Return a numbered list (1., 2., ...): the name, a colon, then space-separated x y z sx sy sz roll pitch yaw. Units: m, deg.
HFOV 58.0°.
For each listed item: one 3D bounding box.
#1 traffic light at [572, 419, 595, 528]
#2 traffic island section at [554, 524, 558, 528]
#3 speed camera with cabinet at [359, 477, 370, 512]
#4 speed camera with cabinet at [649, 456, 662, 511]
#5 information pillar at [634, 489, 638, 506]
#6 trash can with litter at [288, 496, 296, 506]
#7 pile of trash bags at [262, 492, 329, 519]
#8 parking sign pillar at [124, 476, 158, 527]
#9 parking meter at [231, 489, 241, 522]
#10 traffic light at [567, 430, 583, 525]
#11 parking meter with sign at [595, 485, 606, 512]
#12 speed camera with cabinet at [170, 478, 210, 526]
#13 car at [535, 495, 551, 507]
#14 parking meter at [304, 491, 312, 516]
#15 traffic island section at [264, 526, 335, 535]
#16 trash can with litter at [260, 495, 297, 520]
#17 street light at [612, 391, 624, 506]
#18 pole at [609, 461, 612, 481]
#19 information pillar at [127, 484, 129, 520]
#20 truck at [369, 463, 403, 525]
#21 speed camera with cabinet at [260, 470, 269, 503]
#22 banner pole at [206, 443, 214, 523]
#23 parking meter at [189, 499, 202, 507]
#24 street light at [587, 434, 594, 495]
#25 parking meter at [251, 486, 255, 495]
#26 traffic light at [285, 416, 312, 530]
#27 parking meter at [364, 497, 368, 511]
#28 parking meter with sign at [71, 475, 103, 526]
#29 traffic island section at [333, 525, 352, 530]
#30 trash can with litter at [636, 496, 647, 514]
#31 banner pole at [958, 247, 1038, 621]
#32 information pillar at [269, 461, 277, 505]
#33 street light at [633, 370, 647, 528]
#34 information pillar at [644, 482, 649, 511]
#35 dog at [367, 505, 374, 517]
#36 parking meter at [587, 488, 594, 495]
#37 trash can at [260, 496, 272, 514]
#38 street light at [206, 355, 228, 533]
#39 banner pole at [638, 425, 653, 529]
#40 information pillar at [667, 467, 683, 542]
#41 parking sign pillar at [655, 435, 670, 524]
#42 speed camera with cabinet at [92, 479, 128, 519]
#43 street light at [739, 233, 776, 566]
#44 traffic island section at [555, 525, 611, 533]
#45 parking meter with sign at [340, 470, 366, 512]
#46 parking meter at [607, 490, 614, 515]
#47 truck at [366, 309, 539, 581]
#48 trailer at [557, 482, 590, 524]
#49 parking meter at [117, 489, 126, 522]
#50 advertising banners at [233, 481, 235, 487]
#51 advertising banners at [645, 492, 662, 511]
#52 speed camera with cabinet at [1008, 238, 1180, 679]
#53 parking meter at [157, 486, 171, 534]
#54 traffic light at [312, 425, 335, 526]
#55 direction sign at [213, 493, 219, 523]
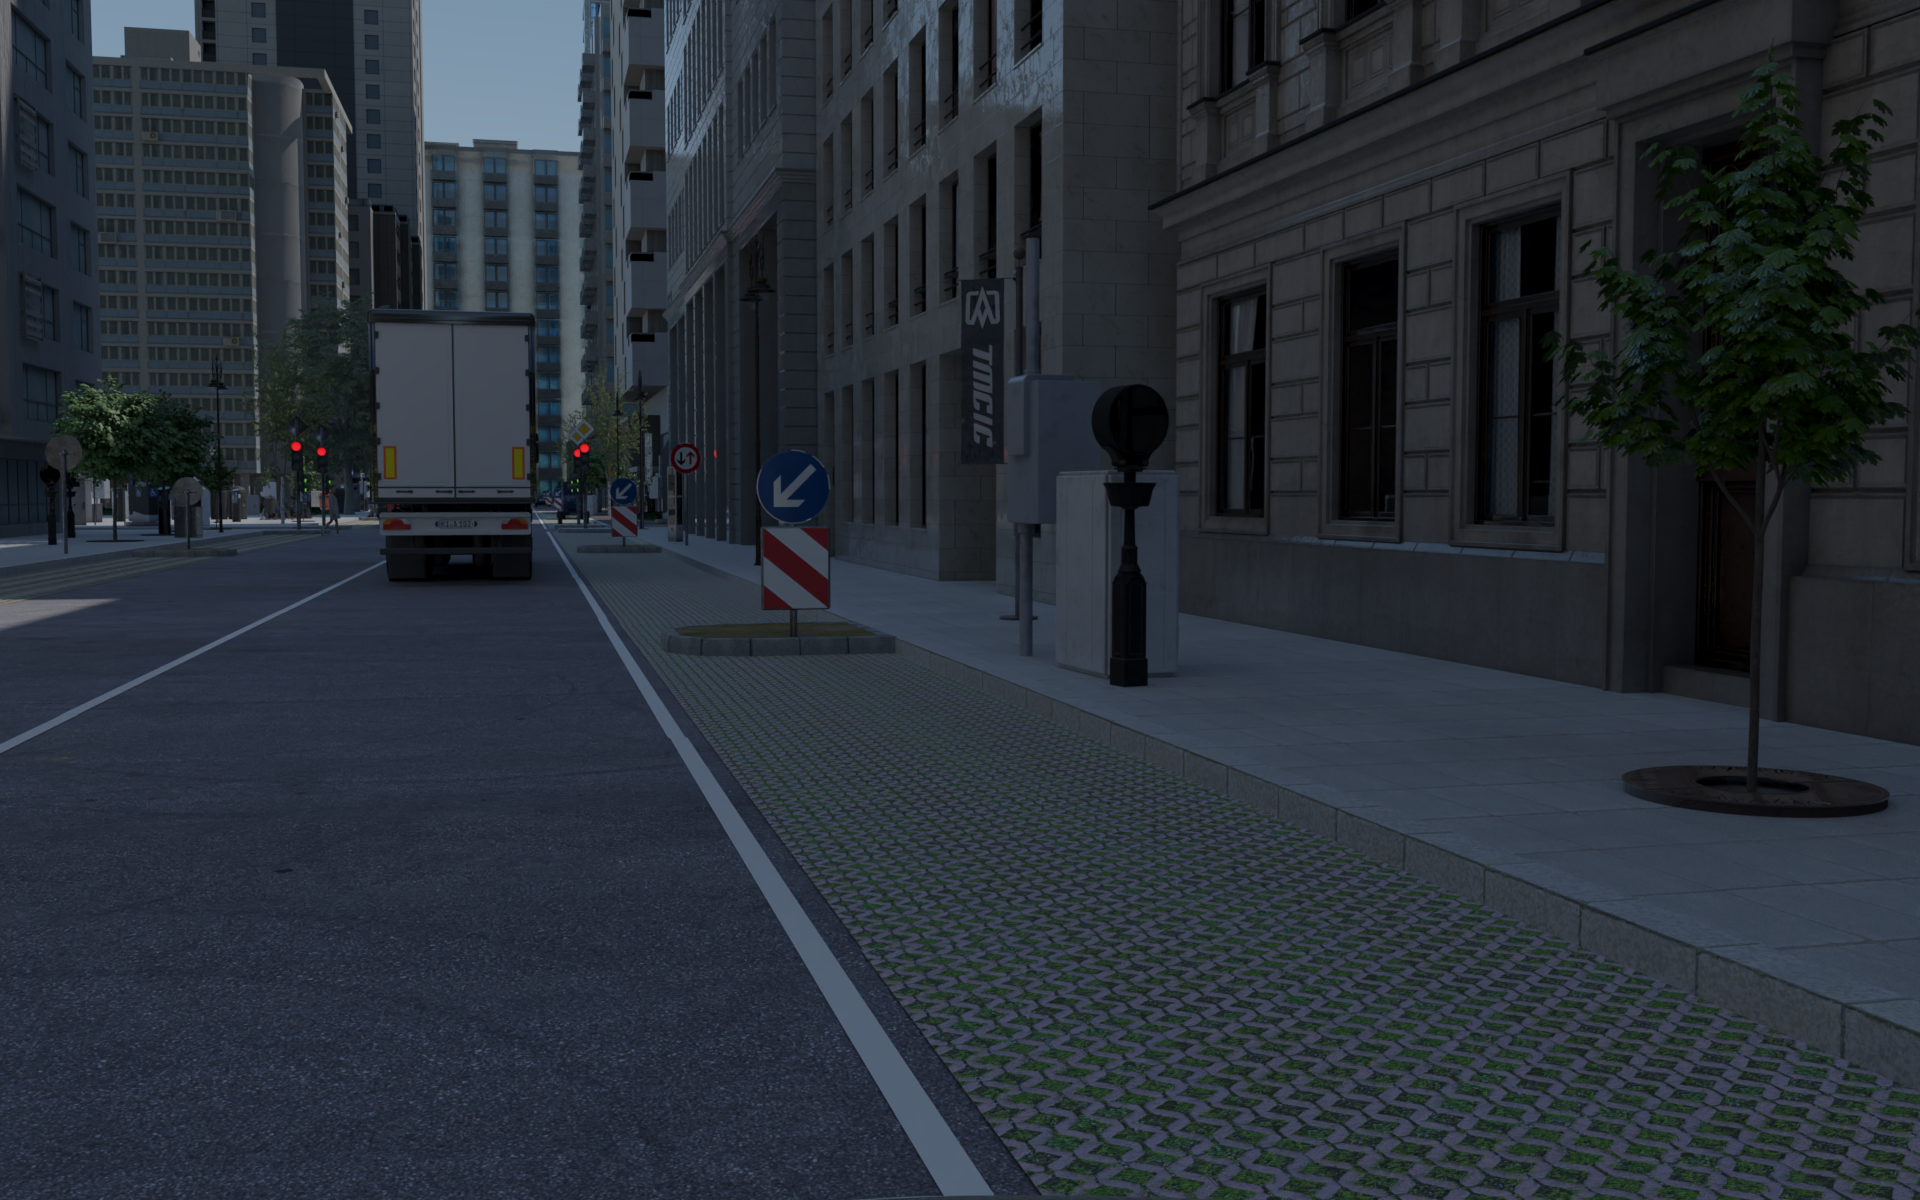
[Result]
1. traffic light: -13.998 -4.622 64.496 0.839 4.253 0.868 -1 4 -14
2. traffic island section: -15.906 -3.063 72.364 2.009 0.180 2.903 -1 4 -14
3. speed camera with cabinet: -43.448 -8.028 125.594 0.660 3.252 2.038 0 4 2
4. speed camera with cabinet: -15.282 -5.834 89.716 0.660 3.252 2.038 2 4 25
5. information pillar: -27.266 -8.641 145.774 0.304 2.012 0.304 -2 4 -25
6. trash can with litter: -47.624 -6.865 123.631 0.624 1.170 1.055 0 4 -4
7. pile of trash bags: -34.497 -4.930 90.349 1.912 1.369 3.447 3 5 43
8. parking sign pillar: -32.442 -4.909 68.742 1.447 3.967 1.447 2 4 31
9. parking meter: -33.062 -4.324 79.107 0.372 1.533 0.369 0 3 0
10. traffic light: -15.947 -5.096 72.240 0.839 4.253 0.868 -1 4 -14
11. parking meter with sign: -25.422 -7.635 121.085 1.738 3.016 0.543 2 4 29
12. speed camera with cabinet: -30.551 -4.544 68.627 0.660 3.252 2.038 0 4 6
13. car: -45.721 -10.841 189.826 1.945 1.354 3.894 -1 4 -14
14. parking meter: -37.650 -5.602 100.000 0.372 1.533 0.369 0 3 0
15. traffic island section: -23.745 -2.440 62.170 2.009 0.180 2.903 -1 4 -14
16. trash can with litter: -33.709 -4.564 85.673 2.233 1.210 1.678 -2 4 -35
17. street light: -15.367 -6.423 77.812 0.468 5.910 1.993 -1 4 -14
18. pole: -21.309 -6.832 105.548 0.158 3.312 0.155 0 3 0
19. information pillar: -39.958 -4.836 83.557 0.304 2.012 0.304 -1 4 -13
20. truck: -24.150 -5.371 76.728 2.839 4.237 11.283 -1 4 -12
21. speed camera with cabinet: -52.841 -8.403 131.730 0.660 3.252 2.038 -2 4 -27
22. banner pole: -33.831 -5.397 78.250 0.401 3.779 0.863 1 4 12
23. parking meter: -22.946 -2.662 51.940 0.372 1.533 0.369 0 3 0
24. street light: -23.747 -8.477 111.389 0.468 5.910 1.993 -1 4 -14
25. parking meter: -53.885 -7.724 132.005 0.255 1.863 0.399 -1 4 -13
26. traffic light: -23.703 -4.472 62.045 0.839 4.253 0.868 -1 4 -14
27. parking meter: -43.901 -7.309 127.906 0.372 1.533 0.369 0 3 0
28. parking meter with sign: -39.127 -4.954 77.259 0.543 3.016 1.738 1 4 20
29. traffic island section: -25.694 -2.913 69.914 2.009 0.180 2.903 -1 4 -14
30. trash can with litter: -17.912 -5.337 98.651 1.055 1.170 0.624 1 4 18
31. banner pole: 0.384 -1.695 17.723 0.863 3.779 0.401 1 4 19
32. information pillar: -46.739 -7.736 117.832 0.504 3.616 0.183 0 4 5
33. street light: -11.876 -5.604 64.414 0.468 5.910 1.993 -1 4 -14
34. information pillar: -19.046 -6.179 105.511 0.304 2.012 0.304 1 4 14
35. dog: -33.366 -4.982 98.296 0.513 0.831 0.800 0 4 -5
36. parking meter: -24.210 -6.597 113.578 0.399 1.863 0.255 2 4 24
37. trash can: -42.934 -5.845 107.225 0.748 1.137 0.748 0 3 0
38. street light: -24.690 -5.193 57.701 0.468 5.910 1.993 -1 4 -14
39. banner pole: -11.395 -4.458 62.898 0.401 3.779 0.863 -3 5 -44
40. information pillar: -7.655 -2.573 46.559 0.304 2.012 0.304 2 4 29
41. parking sign pillar: -12.498 -5.293 75.019 1.447 3.967 1.447 -2 4 -28
42. speed camera with cabinet: -44.090 -5.866 90.239 2.038 3.252 0.660 0 4 2
43. street light: -3.617 -3.558 30.955 0.468 5.910 1.993 -1 4 -14
44. traffic island section: -13.956 -2.590 64.620 2.009 0.180 2.903 -1 4 -14
45. parking meter with sign: -43.274 -7.792 123.665 0.543 3.016 1.738 2 4 32
46. parking meter: -21.013 -5.853 104.101 0.372 1.533 0.369 0 3 0
47. truck: -9.144 -2.630 31.912 2.839 4.237 11.283 -1 4 -15
48. trailer: -18.293 -4.567 81.711 1.471 1.999 3.904 -1 4 -15
49. parking meter: -38.738 -4.376 79.961 0.372 1.533 0.369 0 3 0
50. advertising banners: -57.480 -8.591 136.647 0.090 3.025 2.074 -2 4 -35
51. advertising banners: -15.793 -5.900 92.659 2.074 3.025 0.090 -1 4 -20
52. speed camera with cabinet: 0.959 -1.136 12.907 0.660 3.252 2.038 -1 4 -18
53. parking meter: -25.662 -2.902 55.855 0.372 1.533 0.369 0 3 0
54. traffic light: -25.653 -4.946 69.789 0.839 4.253 0.868 -1 4 -14
55. direction sign: -32.801 -5.165 76.449 0.379 3.537 0.876 -1 4 -22
